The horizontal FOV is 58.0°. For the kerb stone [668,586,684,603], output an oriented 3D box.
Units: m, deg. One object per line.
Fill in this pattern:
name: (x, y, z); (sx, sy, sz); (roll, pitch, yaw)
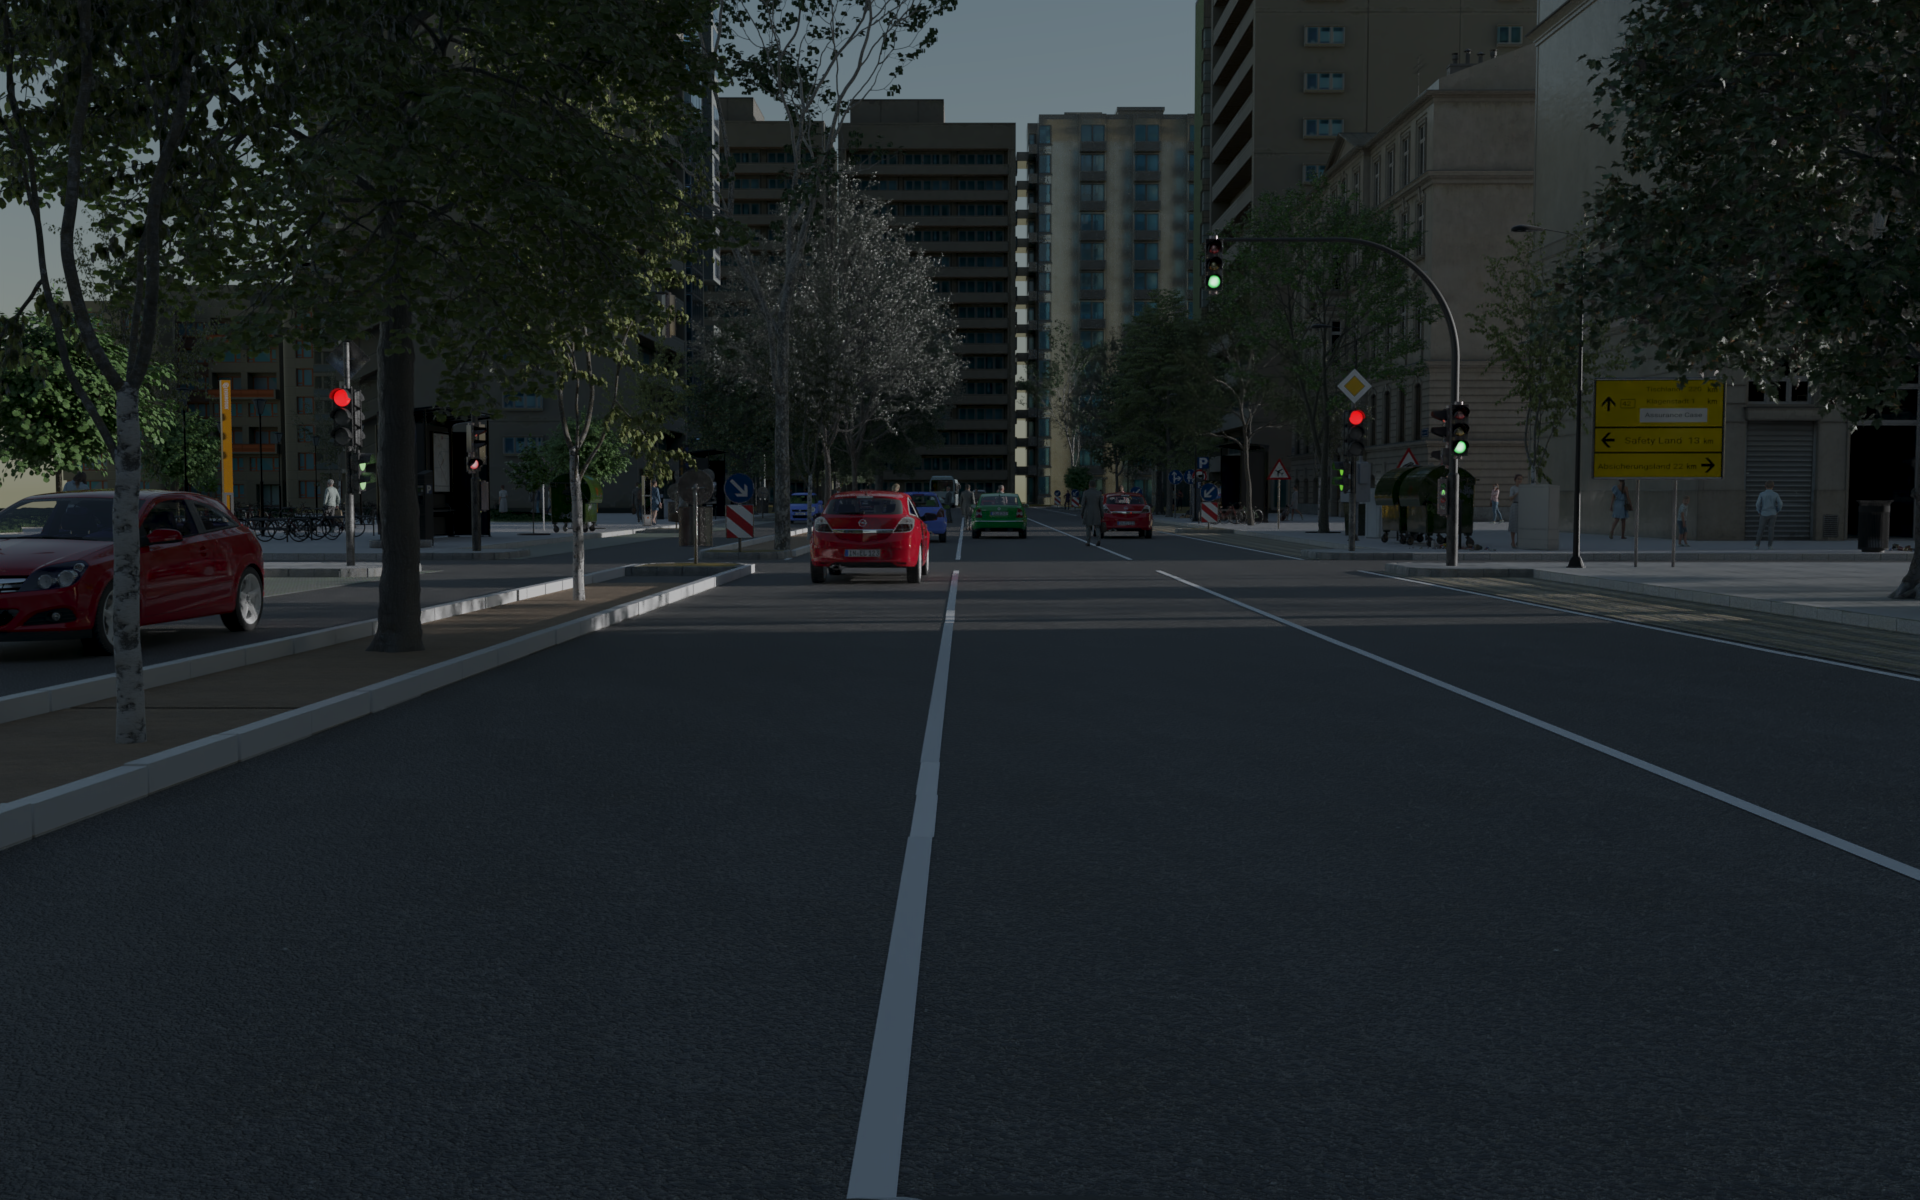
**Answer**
kerb stone: (-3.861, -0.055, 23.094); (0.120, 0.150, 1.000); (0, 4, 0)

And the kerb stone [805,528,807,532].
kerb stone: (-5.813, -2.533, 63.630); (0.120, 0.150, 1.000); (0, 4, 0)

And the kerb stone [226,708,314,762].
kerb stone: (-3.905, 0.760, 9.764); (0.120, 0.150, 1.000); (0, 4, 0)

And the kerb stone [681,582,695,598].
kerb stone: (-3.858, -0.118, 24.118); (0.120, 0.150, 1.000); (0, 4, 0)

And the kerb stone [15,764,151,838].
kerb stone: (-3.914, 0.893, 7.715); (0.120, 0.150, 1.000); (0, 4, 0)

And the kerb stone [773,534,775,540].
kerb stone: (-5.838, -1.908, 53.394); (0.120, 0.150, 1.000); (0, 4, 0)

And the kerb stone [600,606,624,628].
kerb stone: (-3.872, 0.199, 18.977); (0.120, 0.150, 1.000); (0, 4, 0)

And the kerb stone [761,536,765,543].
kerb stone: (-5.859, -1.719, 50.297); (0.120, 0.150, 1.000); (0, 4, 0)

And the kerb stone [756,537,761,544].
kerb stone: (-5.856, -1.655, 49.275); (0.120, 0.150, 1.000); (0, 4, 0)

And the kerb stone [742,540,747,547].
kerb stone: (-5.873, -1.469, 46.206); (0.120, 0.150, 1.000); (0, 4, 0)

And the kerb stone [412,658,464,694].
kerb stone: (-3.898, 0.573, 12.833); (0.120, 0.150, 1.000); (0, 4, 0)

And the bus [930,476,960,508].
bus: (-1.627, -11.496, 182.815); (2.948, 3.499, 13.247); (0, 4, 2)

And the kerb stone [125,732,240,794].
kerb stone: (-3.914, 0.823, 8.737); (0.120, 0.150, 1.000); (0, 4, 0)

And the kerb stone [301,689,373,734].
kerb stone: (-3.908, 0.701, 10.787); (0.120, 0.150, 1.000); (0, 4, 0)

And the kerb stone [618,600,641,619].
kerb stone: (-3.874, 0.134, 20.008); (0.120, 0.150, 1.000); (0, 4, 0)

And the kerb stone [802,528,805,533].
kerb stone: (-5.808, -2.471, 62.604); (0.120, 0.150, 1.000); (0, 4, 0)

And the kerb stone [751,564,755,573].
kerb stone: (-3.829, -0.554, 31.293); (0.120, 0.150, 1.000); (0, 4, 0)

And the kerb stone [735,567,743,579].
kerb stone: (-3.835, -0.431, 29.245); (0.120, 0.150, 1.000); (0, 4, 0)

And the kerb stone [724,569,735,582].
kerb stone: (-3.843, -0.369, 28.223); (0.120, 0.150, 1.000); (0, 4, 0)

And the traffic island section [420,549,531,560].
traffic island section: (-10.909, -1.025, 39.036); (2.009, 0.180, 2.903); (0, 4, 0)

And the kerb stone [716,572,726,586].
kerb stone: (-3.839, -0.306, 27.194); (0.120, 0.150, 1.000); (0, 4, 0)

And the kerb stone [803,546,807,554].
kerb stone: (-3.794, -1.155, 41.073); (0.120, 0.150, 1.000); (0, 4, 0)

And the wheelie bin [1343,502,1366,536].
wheelie bin: (12.199, -2.782, 53.386); (0.980, 1.594, 0.693); (-2, 4, -32)

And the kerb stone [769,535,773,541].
kerb stone: (-5.851, -1.845, 52.363); (0.120, 0.150, 1.000); (0, 4, 0)

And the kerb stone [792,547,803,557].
kerb stone: (-3.799, -1.090, 40.048); (0.120, 0.150, 1.000); (0, 4, 0)

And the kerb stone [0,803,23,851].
kerb stone: (-3.916, 0.948, 6.691); (0.120, 0.150, 1.000); (0, 4, 0)

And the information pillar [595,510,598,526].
information pillar: (-14.791, -4.805, 69.914); (0.183, 3.616, 0.504); (-3, 4, -36)

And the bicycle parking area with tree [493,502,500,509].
bicycle parking area with tree: (-32.669, -7.356, 107.269); (8.231, 4.147, 9.016); (1, 4, 9)

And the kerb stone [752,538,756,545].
kerb stone: (-5.869, -1.594, 48.252); (0.120, 0.150, 1.000); (0, 4, 0)

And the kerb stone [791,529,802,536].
kerb stone: (-5.814, -2.409, 61.582); (0.120, 0.150, 1.000); (0, 4, 0)

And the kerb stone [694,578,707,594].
kerb stone: (-3.848, -0.179, 25.140); (0.120, 0.150, 1.000); (0, 4, 0)

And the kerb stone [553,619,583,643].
kerb stone: (-3.883, 0.322, 16.932); (0.120, 0.150, 1.000); (0, 4, 0)

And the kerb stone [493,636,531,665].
kerb stone: (-3.891, 0.447, 14.879); (0.120, 0.150, 1.000); (0, 4, 0)

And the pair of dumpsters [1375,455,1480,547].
pair of dumpsters: (11.746, -2.517, 43.649); (1.574, 2.255, 4.437); (0, 3, 0)

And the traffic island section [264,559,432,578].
traffic island section: (-10.939, -0.536, 31.051); (2.009, 0.180, 2.903); (0, 4, 0)

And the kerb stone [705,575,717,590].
kerb stone: (-3.847, -0.243, 26.167); (0.120, 0.150, 1.000); (0, 4, 0)

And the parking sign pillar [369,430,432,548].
parking sign pillar: (-13.445, -3.244, 41.519); (1.447, 3.967, 1.447); (0, 4, 3)

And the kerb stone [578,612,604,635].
kerb stone: (-3.878, 0.259, 17.955); (0.120, 0.150, 1.000); (0, 4, 0)

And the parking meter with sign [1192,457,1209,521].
parking meter with sign: (11.380, -5.273, 82.473); (0.543, 3.016, 1.738); (0, 4, -4)

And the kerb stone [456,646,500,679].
kerb stone: (-3.895, 0.510, 13.855); (0.120, 0.150, 1.000); (0, 4, 0)

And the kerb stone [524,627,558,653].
kerb stone: (-3.896, 0.385, 15.901); (0.120, 0.150, 1.000); (0, 4, 0)

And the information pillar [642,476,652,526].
information pillar: (-12.526, -3.960, 69.238); (0.304, 2.012, 0.304); (-2, 4, -27)

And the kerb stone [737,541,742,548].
kerb stone: (-5.877, -1.406, 45.184); (0.120, 0.150, 1.000); (0, 4, 0)

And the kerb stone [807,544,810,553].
kerb stone: (-3.786, -1.217, 42.101); (0.120, 0.150, 1.000); (0, 4, 0)

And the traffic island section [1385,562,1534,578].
traffic island section: (8.802, -0.532, 30.972); (2.009, 0.180, 2.903); (0, 4, 0)

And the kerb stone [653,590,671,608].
kerb stone: (-3.866, 0.008, 22.065); (0.120, 0.150, 1.000); (0, 4, 0)

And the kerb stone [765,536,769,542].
kerb stone: (-5.845, -1.782, 51.335); (0.120, 0.150, 1.000); (0, 4, 0)

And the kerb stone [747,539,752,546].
kerb stone: (-5.870, -1.531, 47.229); (0.120, 0.150, 1.000); (0, 4, 0)

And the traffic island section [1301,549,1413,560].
traffic island section: (8.832, -1.020, 38.957); (2.009, 0.180, 2.903); (0, 4, 0)

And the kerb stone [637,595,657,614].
kerb stone: (-3.864, 0.071, 21.030); (0.120, 0.150, 1.000); (0, 4, 0)

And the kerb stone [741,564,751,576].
kerb stone: (-3.826, -0.491, 30.271); (0.120, 0.150, 1.000); (0, 4, 0)

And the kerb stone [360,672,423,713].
kerb stone: (-3.896, 0.635, 11.811); (0.120, 0.150, 1.000); (0, 4, 0)

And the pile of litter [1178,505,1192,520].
pile of litter: (12.555, -4.824, 92.830); (1.719, 0.858, 1.176); (3, 5, 43)

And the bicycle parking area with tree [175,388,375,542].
bicycle parking area with tree: (-21.147, -3.824, 49.526); (9.016, 4.147, 8.231); (1, 4, 13)
